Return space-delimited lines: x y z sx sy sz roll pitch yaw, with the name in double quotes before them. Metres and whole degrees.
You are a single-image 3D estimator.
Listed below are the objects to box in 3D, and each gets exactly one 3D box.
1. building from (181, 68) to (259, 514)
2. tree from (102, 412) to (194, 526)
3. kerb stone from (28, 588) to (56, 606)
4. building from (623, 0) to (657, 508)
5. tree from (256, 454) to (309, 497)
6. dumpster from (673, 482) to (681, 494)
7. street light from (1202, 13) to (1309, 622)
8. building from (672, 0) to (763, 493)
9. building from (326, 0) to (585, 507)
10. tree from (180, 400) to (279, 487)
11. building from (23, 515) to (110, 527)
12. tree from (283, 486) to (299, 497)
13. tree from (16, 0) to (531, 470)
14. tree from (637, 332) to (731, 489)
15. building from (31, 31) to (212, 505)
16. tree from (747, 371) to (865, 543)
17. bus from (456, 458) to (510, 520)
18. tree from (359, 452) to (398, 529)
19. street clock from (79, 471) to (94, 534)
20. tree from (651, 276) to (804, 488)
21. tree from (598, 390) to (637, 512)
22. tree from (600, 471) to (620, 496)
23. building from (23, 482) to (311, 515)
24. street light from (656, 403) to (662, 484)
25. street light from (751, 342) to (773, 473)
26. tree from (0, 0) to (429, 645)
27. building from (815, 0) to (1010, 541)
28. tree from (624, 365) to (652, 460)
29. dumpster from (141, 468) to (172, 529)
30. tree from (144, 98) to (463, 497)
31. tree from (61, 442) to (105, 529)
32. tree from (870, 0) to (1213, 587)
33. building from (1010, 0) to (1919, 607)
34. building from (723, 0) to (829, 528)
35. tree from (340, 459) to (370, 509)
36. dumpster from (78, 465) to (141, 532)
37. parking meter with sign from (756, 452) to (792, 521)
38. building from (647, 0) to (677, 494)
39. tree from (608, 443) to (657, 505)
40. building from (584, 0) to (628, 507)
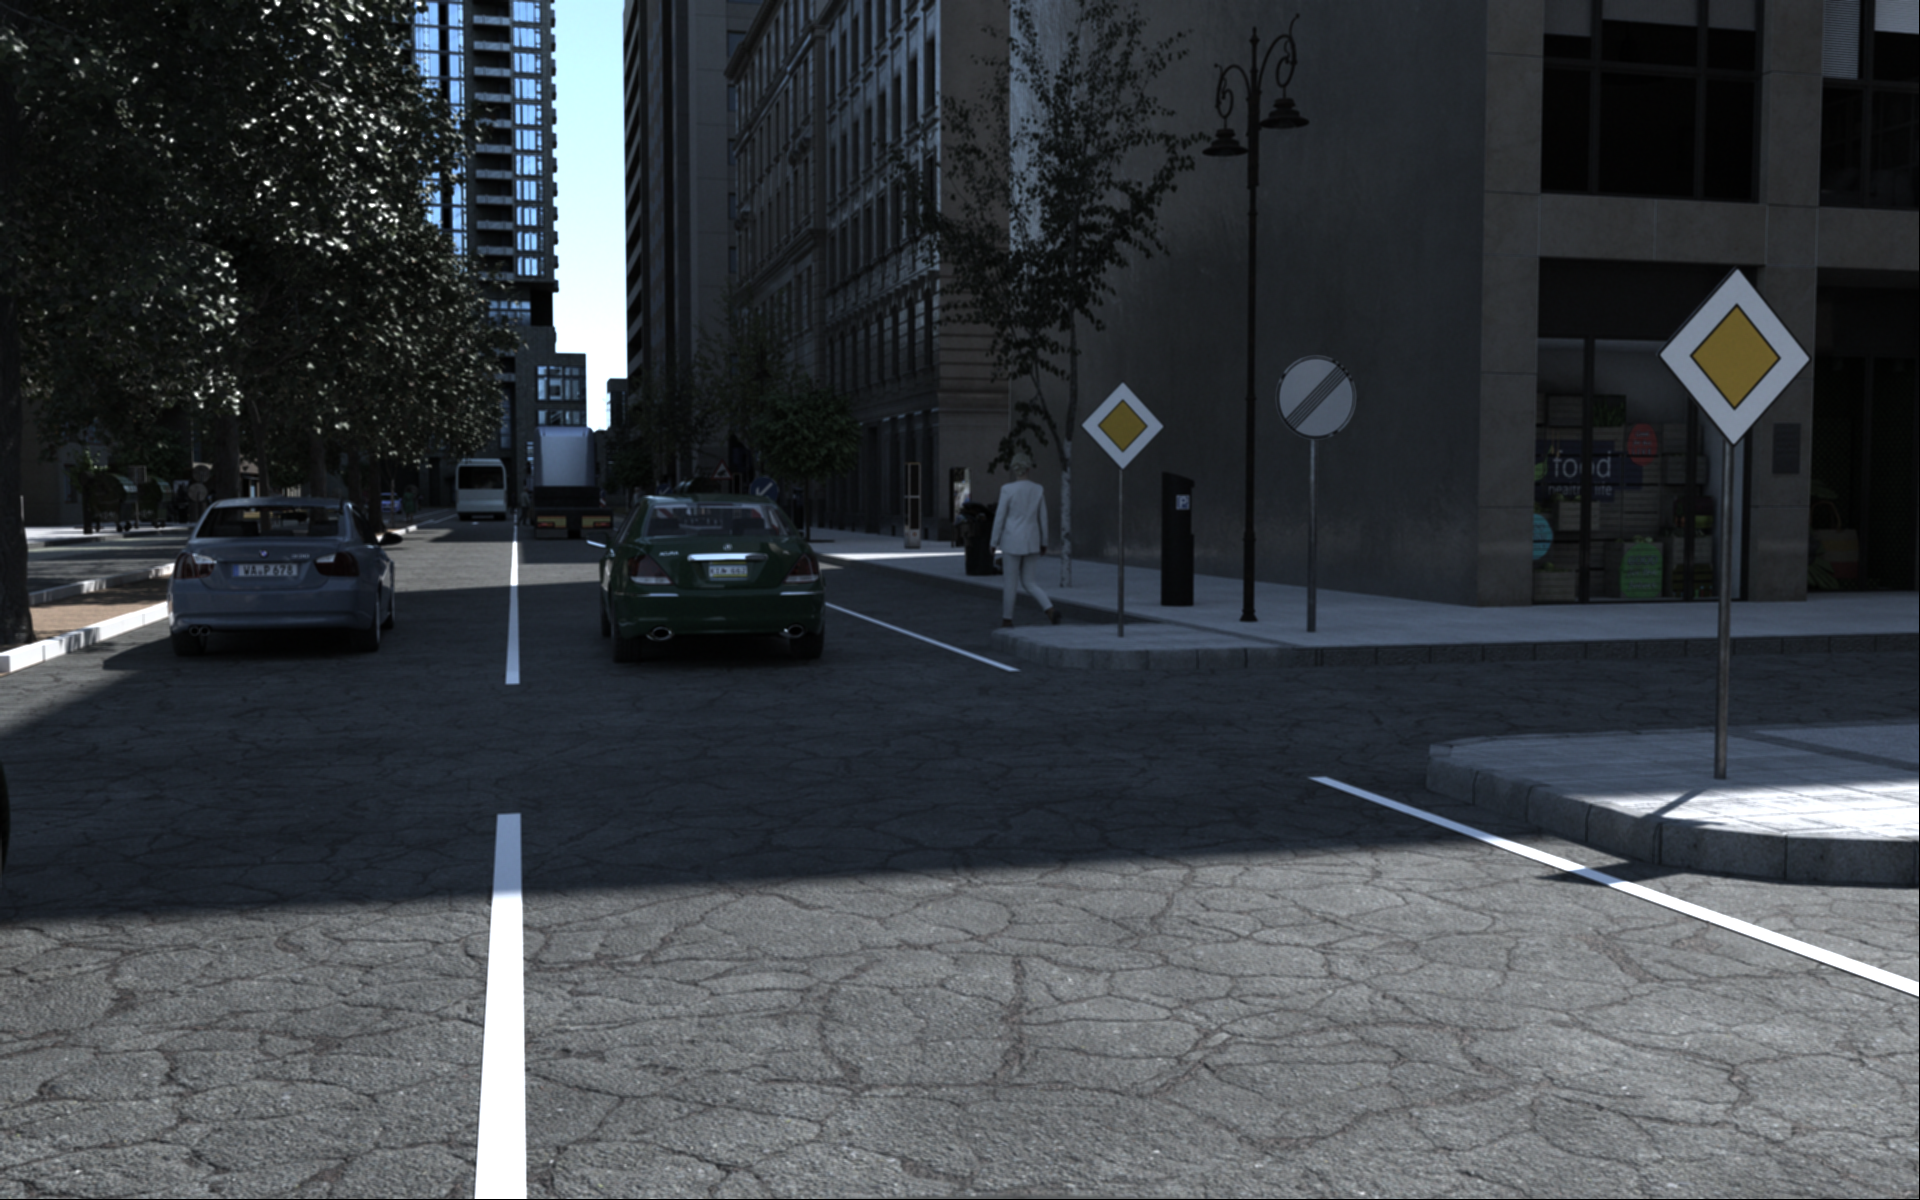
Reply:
"building" -54.542 -28.362 113.826 14.600 45.320 14.200 -1 4 -14
"tree" -32.750 -5.275 69.965 4.285 4.588 4.351 0 3 0
"kerb stone" -12.086 -0.025 22.708 0.120 0.150 1.000 -1 4 -14
"building" -17.825 -32.288 151.605 21.300 48.544 21.600 -1 4 -14
"tree" -41.052 -7.450 105.525 4.285 4.588 4.351 0 3 0
"dumpster" -11.637 -4.208 74.566 1.264 1.857 1.865 -1 4 -14
"street light" 2.912 -2.723 17.301 0.468 5.910 1.993 -1 4 -14
"building" -8.068 -34.900 112.612 21.231 58.520 28.212 -1 4 -14
"building" -55.064 -52.948 178.379 31.000 86.520 22.319 -1 4 -14
"tree" -37.321 -8.417 87.980 4.737 8.622 4.395 0 3 0
"building" -47.641 -13.086 58.989 27.650 21.520 28.899 -1 4 -14
"tree" -43.482 -9.952 113.075 4.737 8.622 4.395 0 3 0
"tree" -11.893 -6.630 27.870 9.611 12.733 9.660 0 3 0
"tree" -12.372 -7.824 78.292 4.360 8.622 3.978 0 3 0
"building" -56.396 -30.728 91.638 28.713 52.752 27.495 -1 4 -14
"tree" -4.089 -3.838 46.473 4.285 4.588 4.351 0 3 0
"bus" -26.771 -6.261 97.228 2.948 3.499 13.247 -1 4 -14
"tree" -23.431 -7.247 71.302 4.360 8.622 3.978 0 3 0
"street clock" -27.741 -3.087 55.043 0.471 2.002 0.358 2 4 28
"tree" -6.906 -6.564 57.687 4.737 8.622 4.395 0 3 0
"tree" -23.526 -10.520 122.371 4.360 8.622 3.978 0 3 0
"tree" -29.559 -9.333 147.199 1.663 3.219 1.824 0 3 0
"building" -67.175 -17.856 136.991 28.899 21.520 27.650 -1 4 -14
"street light" -15.257 -7.070 88.385 0.468 5.910 1.993 -1 4 -14
"street light" -6.047 -4.898 52.875 0.468 5.910 1.993 -1 4 -14
"tree" -9.302 -6.556 16.295 9.857 13.997 8.962 0 3 0
"building" 1.721 -12.658 56.113 9.793 20.994 18.267 -1 4 -14
"tree" -16.192 -8.776 93.847 4.737 8.622 4.395 0 3 0
"dumpster" -30.243 -3.782 64.331 1.502 2.255 1.985 -1 4 -14
"tree" -14.524 -6.077 36.232 8.767 10.594 7.601 -1 4 -14
"tree" -32.402 -4.268 64.383 1.663 3.219 1.824 0 3 0
"tree" 1.228 -4.484 23.675 4.360 8.622 3.978 0 3 0
"building" 19.938 -13.930 32.278 34.151 26.468 19.350 -1 4 -14
"building" -2.895 -17.144 77.570 12.463 27.353 25.104 -1 4 -14
"tree" -52.368 -10.226 150.915 4.285 4.588 4.351 0 3 0
"dumpster" -28.886 -3.438 58.701 1.502 2.255 1.985 -1 4 -14
"parking meter with sign" -7.057 -4.268 66.049 0.543 3.016 1.738 2 4 28
"building" -16.299 -29.522 132.797 14.600 45.320 14.200 -1 4 -14
"tree" -20.815 -7.768 110.727 4.285 4.588 4.351 0 3 0
"building" -24.094 -53.401 185.769 31.000 86.520 22.319 -1 4 -14
